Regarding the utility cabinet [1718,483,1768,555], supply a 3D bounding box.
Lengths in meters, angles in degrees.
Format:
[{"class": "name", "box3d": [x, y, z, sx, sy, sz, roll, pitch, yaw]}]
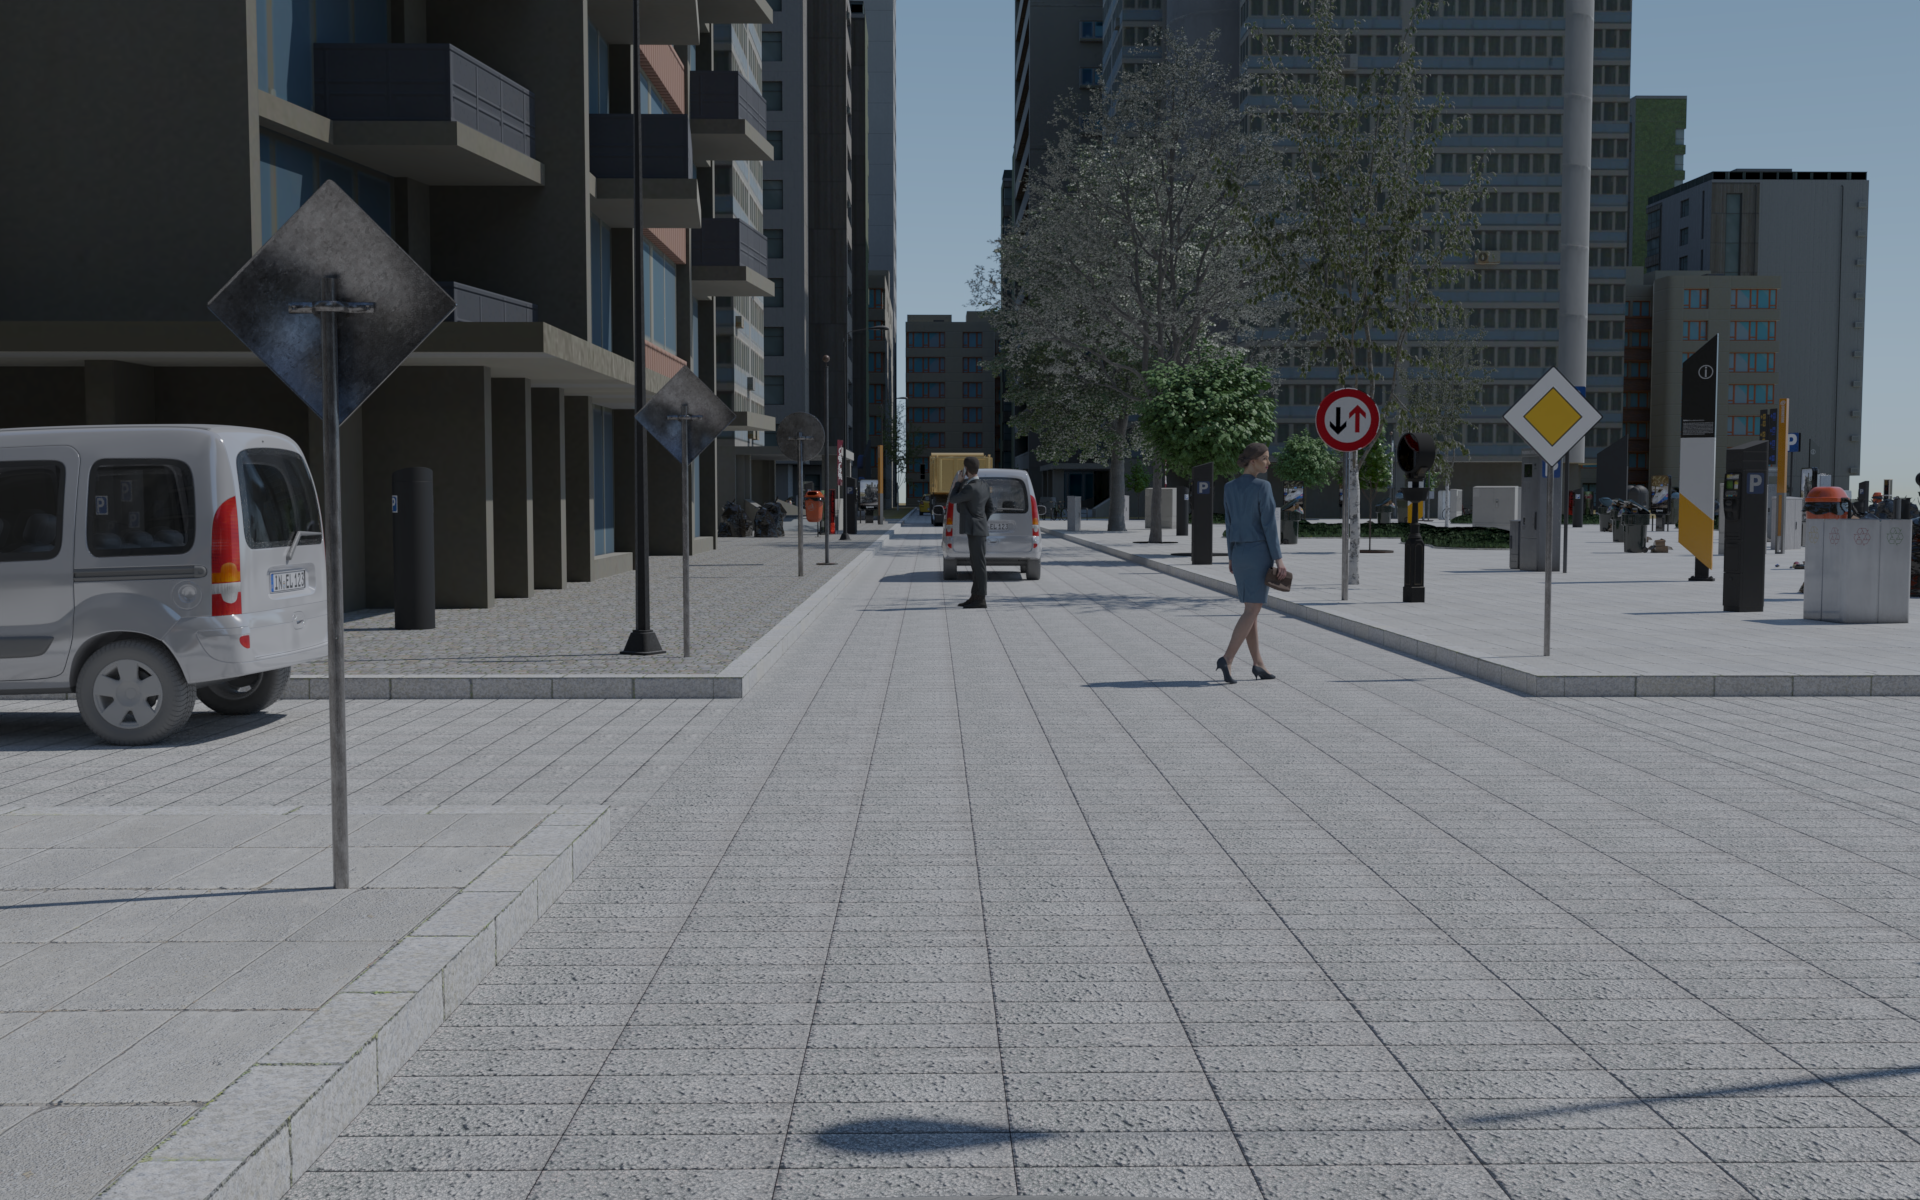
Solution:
[{"class": "utility cabinet", "box3d": [16.422, -1.689, 36.288, 1.173, 1.500, 0.318, -2, 4, -30]}]

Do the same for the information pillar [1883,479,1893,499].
[{"class": "information pillar", "box3d": [46.124, -4.992, 86.114, 0.304, 2.012, 0.304, -2, 4, -35]}]

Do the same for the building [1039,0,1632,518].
[{"class": "building", "box3d": [21.175, -25.051, 101.457, 32.217, 40.220, 23.993, 0, 4, -1]}]

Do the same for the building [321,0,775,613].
[{"class": "building", "box3d": [-15.109, -22.982, 30.382, 22.147, 44.769, 28.867, 0, 4, -1]}]

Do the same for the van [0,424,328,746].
[{"class": "van", "box3d": [-6.061, -0.219, 10.591, 4.112, 2.044, 2.013, 0, 4, 1]}]

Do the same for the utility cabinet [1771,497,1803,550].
[{"class": "utility cabinet", "box3d": [19.136, -1.769, 40.084, 1.020, 1.237, 0.306, -3, 5, -42]}]

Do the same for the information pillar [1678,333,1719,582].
[{"class": "information pillar", "box3d": [10.874, -2.088, 25.491, 0.504, 3.616, 0.183, 2, 4, 33]}]

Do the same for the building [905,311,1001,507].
[{"class": "building", "box3d": [8.743, -20.963, 187.790, 28.899, 21.520, 27.650, 0, 4, -1]}]

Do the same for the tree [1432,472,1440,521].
[{"class": "tree", "box3d": [21.901, -5.328, 81.712, 1.663, 3.219, 1.824, 0, 3, 0]}]

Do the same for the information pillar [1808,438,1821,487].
[{"class": "information pillar", "box3d": [36.000, -4.997, 73.051, 0.504, 3.616, 0.183, 0, 4, -8]}]

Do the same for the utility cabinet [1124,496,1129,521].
[{"class": "utility cabinet", "box3d": [7.789, -4.407, 83.212, 0.306, 1.237, 1.020, 2, 4, 30]}]

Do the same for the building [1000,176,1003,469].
[{"class": "building", "box3d": [10.612, -23.560, 156.901, 14.160, 30.474, 14.107, 0, 4, -1]}]

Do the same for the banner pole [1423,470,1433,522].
[{"class": "banner pole", "box3d": [21.513, -5.523, 80.325, 0.863, 3.779, 0.401, 1, 4, 10]}]

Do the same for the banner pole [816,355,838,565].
[{"class": "banner pole", "box3d": [-2.426, -2.540, 31.542, 0.401, 3.779, 0.863, 0, 4, -4]}]

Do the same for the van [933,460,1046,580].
[{"class": "van", "box3d": [0.527, -1.423, 30.277, 2.013, 2.044, 4.112, 0, 4, 0]}]

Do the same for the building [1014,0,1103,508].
[{"class": "building", "box3d": [15.044, -30.614, 124.238, 21.300, 48.544, 21.600, 0, 4, -1]}]

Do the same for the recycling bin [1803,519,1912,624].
[{"class": "recycling bin", "box3d": [9.047, -0.301, 17.476, 0.722, 1.027, 0.722, 0, 4, -5]}]

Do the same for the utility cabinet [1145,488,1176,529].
[{"class": "utility cabinet", "box3d": [7.296, -3.322, 62.989, 1.173, 1.500, 0.318, 3, 5, 39]}]

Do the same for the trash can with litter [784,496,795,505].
[{"class": "trash can with litter", "box3d": [-8.490, -4.429, 83.805, 1.055, 1.170, 0.624, 2, 4, 23]}]

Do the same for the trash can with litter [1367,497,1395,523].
[{"class": "trash can with litter", "box3d": [15.345, -3.186, 63.477, 1.055, 1.170, 0.624, -1, 4, -15]}]

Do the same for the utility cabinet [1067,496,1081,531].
[{"class": "utility cabinet", "box3d": [3.964, -2.990, 60.043, 0.306, 1.237, 1.020, 1, 4, 15]}]

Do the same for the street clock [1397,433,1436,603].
[{"class": "street clock", "box3d": [5.381, -0.973, 20.480, 0.358, 2.002, 0.471, -1, 4, -19]}]

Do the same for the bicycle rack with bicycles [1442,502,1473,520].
[{"class": "bicycle rack with bicycles", "box3d": [24.888, -4.237, 82.652, 2.852, 0.926, 2.925, -2, 4, -32]}]

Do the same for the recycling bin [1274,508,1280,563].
[{"class": "recycling bin", "box3d": [5.473, -1.201, 32.186, 0.722, 1.027, 0.722, 3, 4, 38]}]

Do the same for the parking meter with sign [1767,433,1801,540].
[{"class": "parking meter with sign", "box3d": [22.866, -3.226, 49.012, 1.738, 3.016, 0.543, -1, 4, -19]}]

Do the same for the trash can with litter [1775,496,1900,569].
[{"class": "trash can with litter", "box3d": [15.026, -1.154, 29.918, 1.678, 1.210, 2.233, 3, 4, 37]}]

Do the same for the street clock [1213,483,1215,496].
[{"class": "street clock", "box3d": [11.524, -4.581, 79.476, 0.358, 2.002, 0.471, 1, 4, 20]}]

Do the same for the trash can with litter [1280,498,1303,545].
[{"class": "trash can with litter", "box3d": [8.156, -1.999, 44.077, 1.055, 1.170, 0.624, 0, 4, -7]}]

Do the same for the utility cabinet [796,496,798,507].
[{"class": "utility cabinet", "box3d": [-7.777, -4.682, 87.709, 1.020, 1.237, 0.306, 1, 4, 20]}]

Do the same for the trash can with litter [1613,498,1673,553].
[{"class": "trash can with litter", "box3d": [14.979, -1.618, 37.843, 1.055, 1.170, 0.624, 0, 3, 0]}]

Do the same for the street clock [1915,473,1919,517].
[{"class": "street clock", "box3d": [31.352, -3.168, 56.361, 0.471, 2.002, 0.358, 0, 4, 1]}]

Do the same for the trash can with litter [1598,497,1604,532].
[{"class": "trash can with litter", "box3d": [22.016, -2.877, 58.419, 0.624, 1.170, 1.055, -1, 4, -15]}]

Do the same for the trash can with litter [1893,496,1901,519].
[{"class": "trash can with litter", "box3d": [35.250, -3.332, 65.529, 1.678, 1.210, 2.233, 3, 5, 39]}]

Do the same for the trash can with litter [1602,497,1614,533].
[{"class": "trash can with litter", "box3d": [17.771, -2.115, 45.962, 1.055, 1.170, 0.624, 0, 4, -8]}]

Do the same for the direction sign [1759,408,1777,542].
[{"class": "direction sign", "box3d": [21.525, -3.315, 46.200, 0.379, 3.537, 0.876, 0, 4, -1]}]

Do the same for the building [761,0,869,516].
[{"class": "building", "box3d": [-12.361, -19.878, 96.701, 14.160, 30.474, 14.107, 0, 4, -1]}]

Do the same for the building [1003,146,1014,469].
[{"class": "building", "box3d": [11.187, -22.699, 142.828, 14.160, 30.474, 14.107, 0, 4, -1]}]

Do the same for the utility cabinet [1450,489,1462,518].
[{"class": "utility cabinet", "box3d": [22.404, -4.251, 78.189, 0.318, 1.500, 1.173, 2, 4, 27]}]

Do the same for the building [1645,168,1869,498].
[{"class": "building", "box3d": [71.799, -23.598, 157.531, 14.107, 30.474, 14.160, 0, 4, -1]}]

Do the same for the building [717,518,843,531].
[{"class": "building", "box3d": [-20.516, -22.915, 66.548, 32.217, 40.220, 23.993, 0, 4, -1]}]

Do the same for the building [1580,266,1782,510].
[{"class": "building", "box3d": [50.262, -18.708, 150.915, 28.899, 21.520, 27.650, 0, 4, -1]}]

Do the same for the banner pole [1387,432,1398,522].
[{"class": "banner pole", "box3d": [17.416, -4.887, 69.916, 0.401, 3.779, 0.863, 1, 4, 23]}]

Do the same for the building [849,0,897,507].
[{"class": "building", "box3d": [-20.763, -39.174, 182.499, 28.212, 58.520, 21.231, 0, 4, -1]}]

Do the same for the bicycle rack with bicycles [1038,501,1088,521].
[{"class": "bicycle rack with bicycles", "box3d": [5.026, -4.320, 84.018, 2.852, 0.926, 2.925, 0, 4, -6]}]

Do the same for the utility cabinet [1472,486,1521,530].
[{"class": "utility cabinet", "box3d": [14.916, -2.423, 48.294, 1.173, 1.500, 0.318, 2, 4, 35]}]

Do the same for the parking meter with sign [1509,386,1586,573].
[{"class": "parking meter with sign", "box3d": [9.702, -1.993, 28.841, 0.543, 3.016, 1.738, -1, 4, -8]}]

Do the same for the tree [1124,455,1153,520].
[{"class": "tree", "box3d": [8.781, -5.615, 86.413, 1.663, 3.219, 1.824, 0, 3, 0]}]

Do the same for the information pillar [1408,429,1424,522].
[{"class": "information pillar", "box3d": [14.576, -3.919, 55.434, 0.504, 3.616, 0.183, 1, 4, 10]}]

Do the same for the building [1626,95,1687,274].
[{"class": "building", "box3d": [65.717, -30.437, 181.238, 14.086, 41.232, 14.154, 0, 4, -1]}]

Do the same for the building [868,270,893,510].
[{"class": "building", "box3d": [-20.594, -18.690, 150.622, 28.899, 21.520, 27.650, 0, 4, -1]}]
